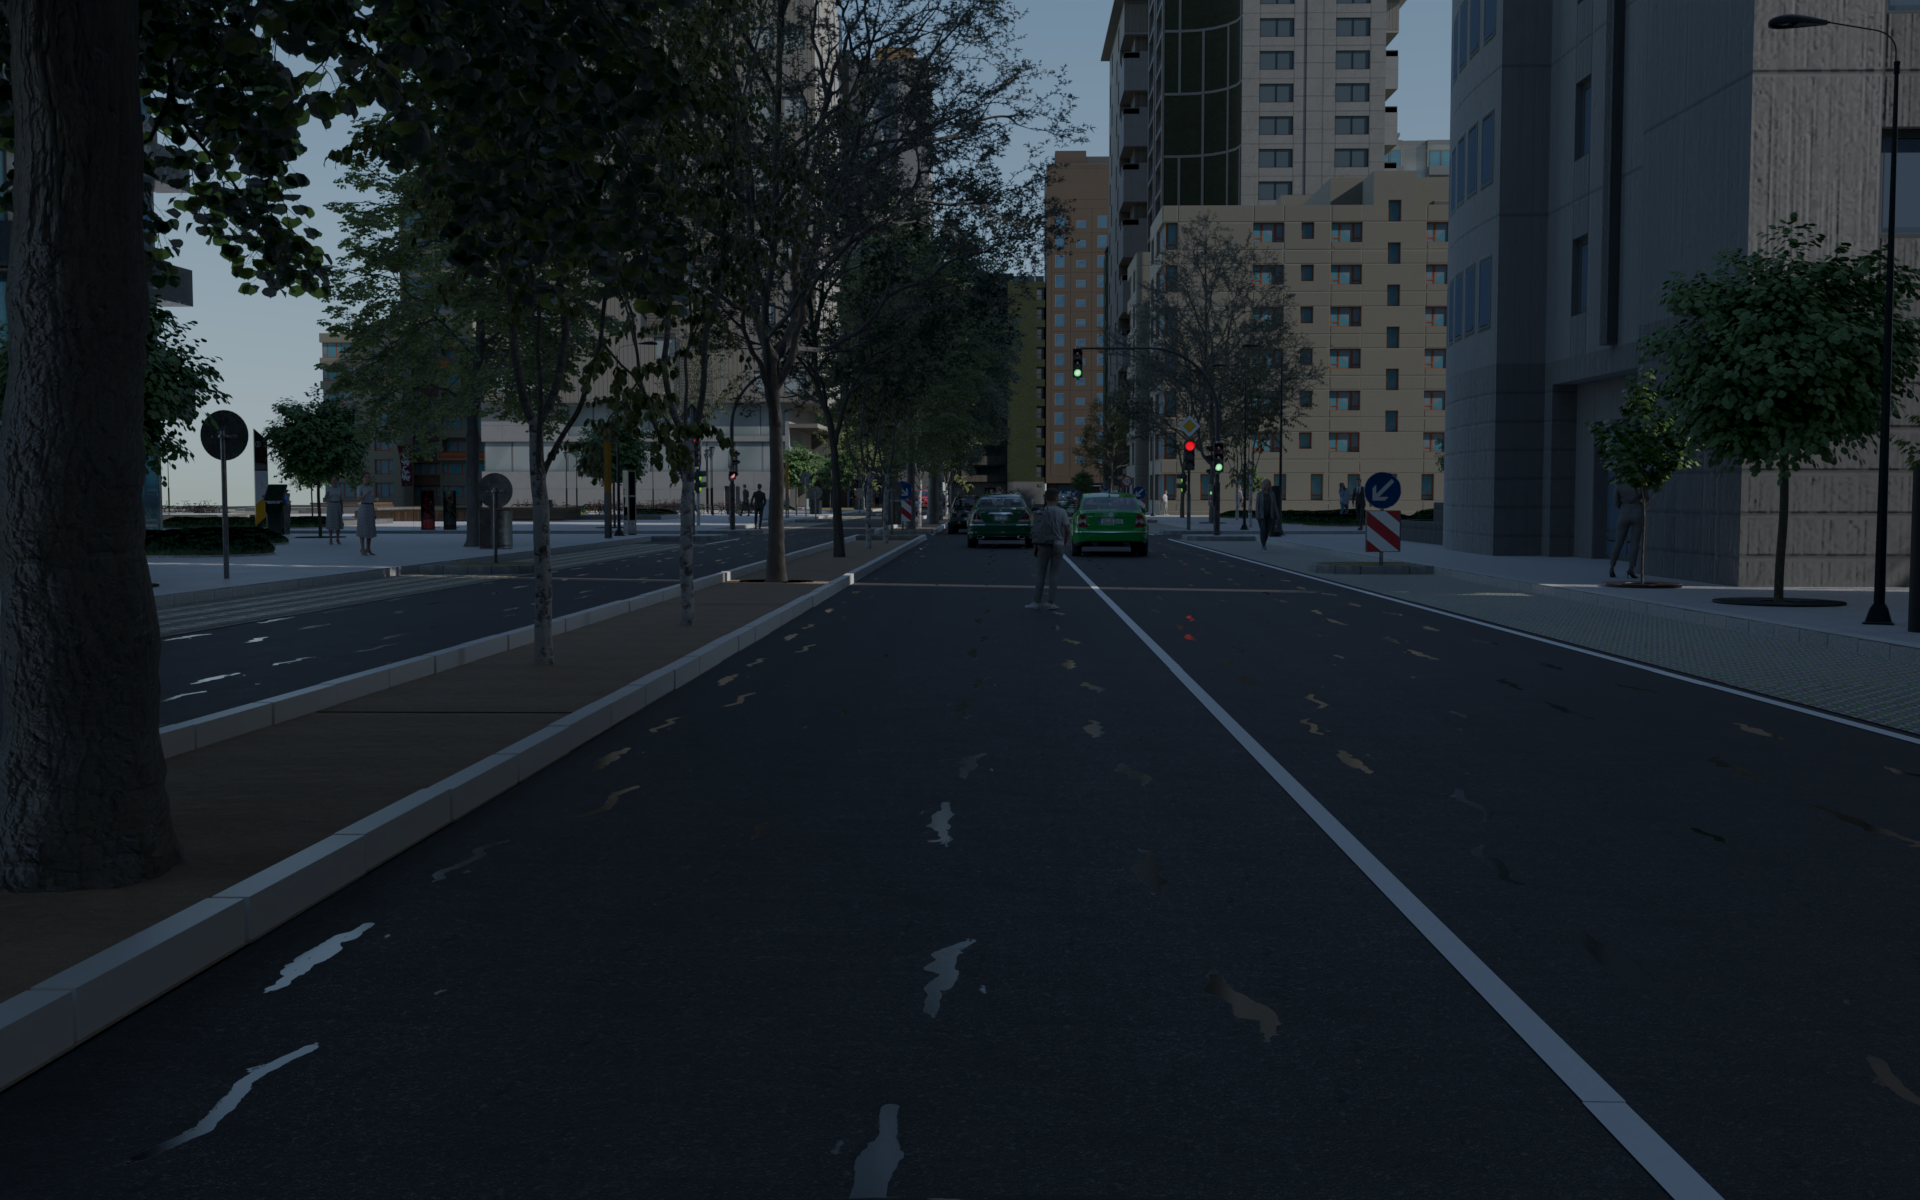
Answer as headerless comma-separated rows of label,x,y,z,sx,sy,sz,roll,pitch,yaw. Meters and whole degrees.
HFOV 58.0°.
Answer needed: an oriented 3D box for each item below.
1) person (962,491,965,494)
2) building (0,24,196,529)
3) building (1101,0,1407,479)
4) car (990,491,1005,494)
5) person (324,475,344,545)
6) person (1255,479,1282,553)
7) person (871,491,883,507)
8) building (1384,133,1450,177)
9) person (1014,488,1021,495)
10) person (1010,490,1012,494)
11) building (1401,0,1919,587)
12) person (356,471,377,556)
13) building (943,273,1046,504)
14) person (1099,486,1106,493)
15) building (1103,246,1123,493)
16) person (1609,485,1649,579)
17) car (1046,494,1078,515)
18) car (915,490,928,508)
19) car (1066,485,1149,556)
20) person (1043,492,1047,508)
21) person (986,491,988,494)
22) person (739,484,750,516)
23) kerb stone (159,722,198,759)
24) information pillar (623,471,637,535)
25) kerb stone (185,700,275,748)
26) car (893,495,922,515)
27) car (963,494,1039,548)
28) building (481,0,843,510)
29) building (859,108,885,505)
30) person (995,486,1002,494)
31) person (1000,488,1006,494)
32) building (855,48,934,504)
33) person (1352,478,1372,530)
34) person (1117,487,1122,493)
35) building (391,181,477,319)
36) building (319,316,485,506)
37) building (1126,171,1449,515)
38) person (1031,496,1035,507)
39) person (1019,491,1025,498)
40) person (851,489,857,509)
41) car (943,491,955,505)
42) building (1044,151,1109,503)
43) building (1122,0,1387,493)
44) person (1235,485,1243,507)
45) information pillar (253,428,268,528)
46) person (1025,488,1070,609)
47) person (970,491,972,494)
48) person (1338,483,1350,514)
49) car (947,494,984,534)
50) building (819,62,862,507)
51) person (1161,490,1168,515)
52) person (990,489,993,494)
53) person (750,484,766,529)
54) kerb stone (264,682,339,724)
person,0.351,-9.723,168.142,0.551,1.740,0.621,-1,4,-21
building,-37.862,-25.921,43.411,30.456,49.044,23.786,0,4,1
building,29.755,-36.214,181.341,28.713,52.752,27.495,0,4,1
car,4.018,-10.616,182.244,2.281,1.827,5.304,0,4,3
person,-15.905,-2.289,44.036,0.480,1.755,0.524,-2,4,-33
person,7.537,-2.058,42.331,0.709,1.800,0.728,-1,4,-8
person,-8.390,-10.338,175.072,1.348,1.823,0.705,-2,4,-29
building,55.030,-37.479,232.388,30.456,49.044,23.786,0,4,1
person,3.999,-6.775,119.147,0.514,1.842,0.818,-3,4,-36
person,4.288,-8.013,140.319,0.742,1.727,0.445,1,4,9
building,21.566,-30.203,35.813,21.231,58.520,28.212,0,4,1
person,-12.355,-1.809,36.190,0.524,1.755,0.480,2,4,25
building,4.195,-28.016,229.756,14.107,30.474,14.160,0,4,1
person,6.913,-4.625,83.985,0.638,1.841,0.748,0,4,3
building,23.674,-26.375,202.938,14.160,30.474,14.107,0,4,1
person,10.199,-1.228,26.389,0.520,1.790,0.573,1,4,14
car,6.825,-6.341,115.475,2.131,1.459,4.920,0,4,2
car,-3.398,-8.816,152.820,2.281,1.827,5.304,0,4,3
car,3.532,-1.998,41.470,1.959,1.807,4.718,0,4,3
person,8.646,-9.974,172.377,0.742,1.727,0.445,1,4,10
person,2.922,-10.833,186.176,0.434,1.755,0.990,-2,4,-27
person,-12.515,-5.789,100.475,0.755,1.850,0.659,2,4,28
kerb stone,-4.336,0.798,9.154,0.120,0.150,1.000,0,4,1
information pillar,-10.333,-3.038,54.170,0.304,2.012,0.304,-3,5,-43
kerb stone,-4.313,0.739,10.176,0.120,0.150,1.000,0,4,1
car,-3.660,-6.693,121.428,2.014,1.417,4.499,0,4,0
car,1.141,-2.201,47.781,2.131,1.459,4.920,0,4,2
building,-24.550,-34.344,150.763,28.713,52.752,27.495,0,4,1
building,-24.193,-35.467,199.494,30.456,49.044,23.786,0,4,1
person,1.858,-4.495,82.212,0.641,1.798,0.478,-2,4,-30
person,3.047,-7.222,126.386,0.655,1.846,0.447,-1,4,-22
building,-17.660,-42.226,232.391,28.212,58.520,21.231,0,4,1
person,14.174,-3.398,61.374,0.659,1.850,0.755,2,4,34
person,9.030,-5.452,97.652,0.388,1.821,0.555,2,4,33
building,-61.350,-35.442,234.103,28.867,44.769,22.147,0,4,1
building,-53.900,-21.678,199.474,28.899,21.520,27.650,0,4,1
building,26.290,-16.704,118.151,27.650,21.520,28.899,0,4,1
person,5.743,-7.542,136.496,0.352,1.250,0.332,1,4,10
person,6.405,-10.714,184.358,1.217,1.739,0.721,2,4,27
person,-8.869,-8.622,147.538,1.217,1.766,0.721,3,5,42
car,-1.506,-11.601,198.346,2.281,1.827,5.304,0,4,1
building,18.346,-35.393,228.779,14.200,45.320,14.600,0,4,1
building,25.765,-43.891,155.870,20.563,71.187,20.611,0,4,1
person,16.431,-5.846,101.810,0.709,1.800,0.728,-2,4,-30
information pillar,-24.990,-4.315,61.900,0.504,3.616,0.183,-3,5,-43
person,1.084,-0.637,21.514,0.503,1.515,0.523,-2,4,-26
person,1.186,-11.305,194.052,1.217,1.743,0.721,2,4,24
person,17.123,-4.338,77.228,0.793,1.790,0.793,2,4,30
car,0.488,-3.265,63.163,2.009,1.686,4.222,0,4,3
building,-17.258,-31.959,172.636,14.600,45.320,14.200,0,4,1
person,12.341,-5.835,104.045,0.523,1.515,0.503,0,4,0
person,2.407,-7.406,129.948,0.624,1.780,0.694,0,4,-5
person,-8.094,-3.743,69.476,0.659,1.850,0.755,-1,4,-8
kerb stone,-4.282,0.675,11.198,0.120,0.150,1.000,0,4,1
